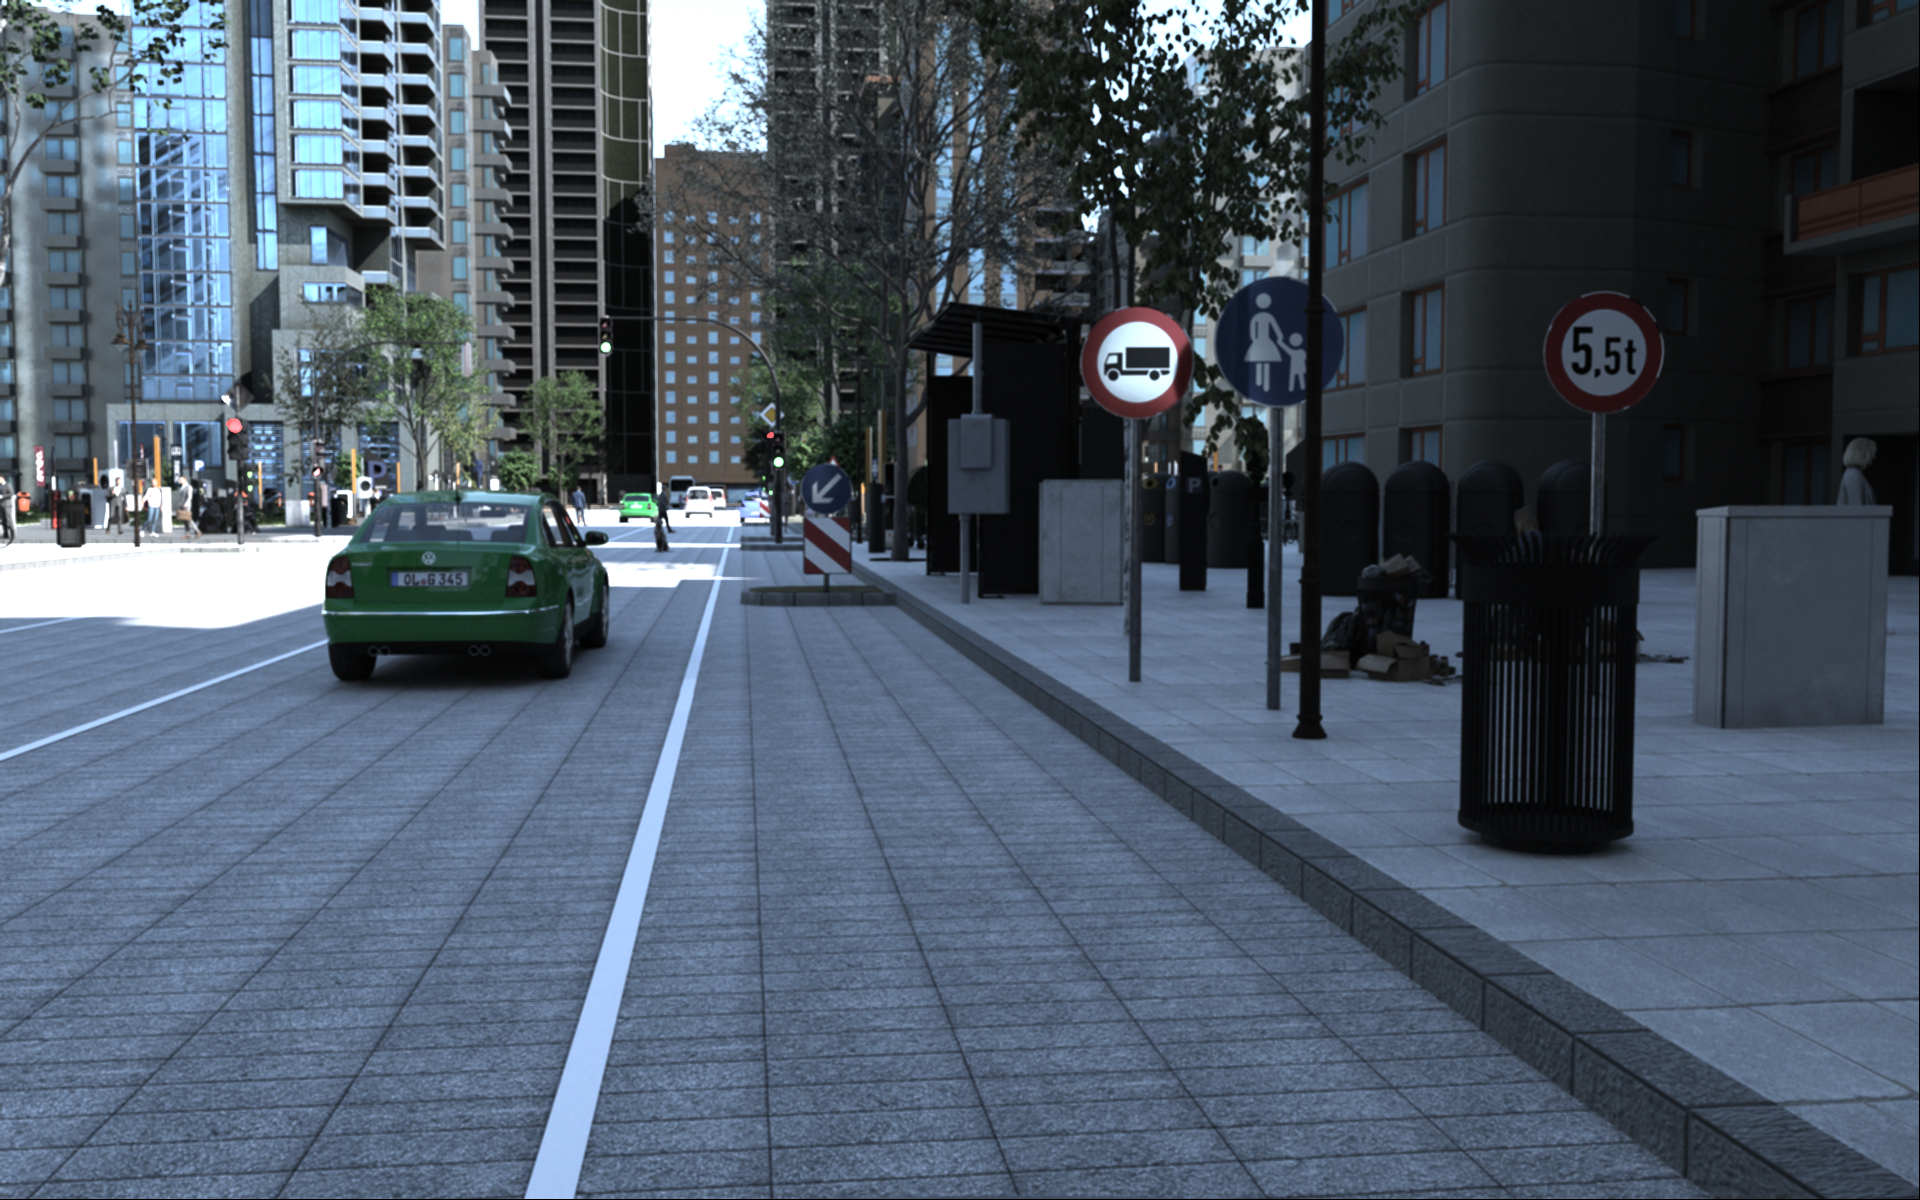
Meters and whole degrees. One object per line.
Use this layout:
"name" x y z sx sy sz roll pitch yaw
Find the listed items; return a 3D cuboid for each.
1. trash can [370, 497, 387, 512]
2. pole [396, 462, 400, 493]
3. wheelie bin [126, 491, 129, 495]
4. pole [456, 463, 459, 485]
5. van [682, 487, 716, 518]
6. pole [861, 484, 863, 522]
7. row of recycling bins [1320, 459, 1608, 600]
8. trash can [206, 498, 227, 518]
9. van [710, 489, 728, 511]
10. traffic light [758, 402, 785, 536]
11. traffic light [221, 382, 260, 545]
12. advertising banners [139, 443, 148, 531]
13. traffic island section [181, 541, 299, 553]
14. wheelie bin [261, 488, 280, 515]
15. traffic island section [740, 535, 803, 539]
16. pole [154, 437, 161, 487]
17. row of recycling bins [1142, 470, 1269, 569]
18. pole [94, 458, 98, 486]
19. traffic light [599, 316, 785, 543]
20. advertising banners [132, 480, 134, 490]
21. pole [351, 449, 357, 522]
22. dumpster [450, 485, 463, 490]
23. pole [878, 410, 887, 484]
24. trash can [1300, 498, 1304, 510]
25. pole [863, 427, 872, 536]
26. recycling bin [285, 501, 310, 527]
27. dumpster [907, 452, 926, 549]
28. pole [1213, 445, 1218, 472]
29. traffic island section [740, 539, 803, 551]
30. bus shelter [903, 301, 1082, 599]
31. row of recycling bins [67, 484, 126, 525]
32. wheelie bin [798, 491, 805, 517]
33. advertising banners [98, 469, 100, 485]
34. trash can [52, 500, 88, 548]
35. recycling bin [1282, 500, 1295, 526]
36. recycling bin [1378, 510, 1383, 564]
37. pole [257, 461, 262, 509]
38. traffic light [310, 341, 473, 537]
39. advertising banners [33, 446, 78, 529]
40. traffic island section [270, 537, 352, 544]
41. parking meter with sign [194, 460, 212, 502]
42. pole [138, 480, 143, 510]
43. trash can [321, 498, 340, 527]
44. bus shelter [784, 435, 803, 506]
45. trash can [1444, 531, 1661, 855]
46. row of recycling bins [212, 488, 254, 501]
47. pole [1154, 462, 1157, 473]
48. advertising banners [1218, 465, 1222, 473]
"trash can" -24.265 -3.705 72.232 0.748 1.137 0.748 0 3 0
"pole" -35.695 -7.106 110.032 0.158 3.312 0.155 0 3 0
"wheelie bin" -53.822 -6.331 111.424 0.693 1.594 0.980 -1 4 -22
"pole" -32.527 -7.238 112.184 0.158 3.312 0.155 0 3 0
"van" -15.523 -5.876 103.091 2.013 2.044 4.112 0 4 -8
"pole" -4.444 -5.179 78.522 0.158 3.312 0.155 0 3 0
"row of recycling bins" 6.110 -0.869 21.324 3.534 1.692 1.069 2 4 28
"trash can" -27.798 -3.249 64.780 0.748 1.137 0.748 0 3 0
"van" -20.721 -8.562 146.998 2.013 2.044 4.112 0 4 -7
"traffic light" -5.747 -3.913 52.898 0.839 4.253 0.868 0 4 -7
"traffic light" -18.001 -3.325 43.292 0.839 4.253 0.868 0 4 -7
"advertising banners" -28.253 -3.922 60.312 0.090 3.025 2.074 -1 4 -11
"traffic island section" -18.042 -1.293 43.421 2.009 0.180 2.903 0 4 -7
"wheelie bin" -36.194 -5.085 91.040 0.693 1.594 0.980 3 4 36
"traffic island section" -5.706 -1.880 53.017 2.009 0.180 2.903 0 4 -7
"pole" -28.665 -4.162 61.890 0.158 3.312 0.155 0 3 0
"row of recycling bins" 4.278 -1.487 31.422 1.069 1.692 3.534 -1 4 -19
"pole" -48.804 -6.361 97.844 0.158 3.312 0.155 0 3 0
"traffic light" -6.811 -4.276 44.574 4.771 5.953 1.251 0 4 -7
"advertising banners" -52.798 -7.124 112.663 2.074 3.025 0.090 -2 4 -31
"pole" -27.421 -5.168 78.343 0.158 3.312 0.155 0 3 0
"dumpster" -30.544 -6.133 106.032 1.264 1.857 1.865 0 4 -7
"pole" -1.881 -2.940 41.917 0.158 3.312 0.155 0 3 0
"trash can" 11.418 -2.729 56.265 0.748 1.137 0.748 0 3 0
"pole" -2.763 -3.584 52.449 0.158 3.312 0.155 0 3 0
"recycling bin" -25.750 -3.350 67.327 0.722 1.027 0.722 0 4 1
"dumpster" -0.597 -2.345 40.828 1.502 2.255 1.985 0 4 -7
"pole" 10.509 -4.738 71.308 0.158 3.312 0.155 0 3 0
"traffic island section" -4.706 -1.395 45.095 2.009 0.180 2.903 0 4 -7
"bus shelter" 0.343 -2.023 24.363 1.731 3.624 6.357 0 4 -7
"row of recycling bins" -36.399 -4.039 73.149 1.069 1.692 3.534 0 4 4
"wheelie bin" -8.641 -5.491 97.693 0.980 1.594 0.693 0 4 -7
"advertising banners" -59.798 -7.606 120.541 0.090 3.025 2.074 -1 4 -19
"trash can" -21.184 -1.810 41.255 0.748 1.137 0.748 0 3 0
"recycling bin" 12.747 -3.388 67.947 0.722 1.027 0.722 1 4 18
"recycling bin" 6.356 -0.950 28.087 0.722 1.027 0.722 -2 4 -33
"pole" -43.399 -6.942 107.343 0.158 3.312 0.155 0 3 0
"traffic light" -16.937 -4.700 51.510 4.771 5.953 1.251 0 4 -7
"advertising banners" -33.111 -4.113 63.439 0.090 3.025 2.074 1 4 15
"traffic island section" -19.043 -1.778 51.344 2.009 0.180 2.903 0 4 -7
"parking meter with sign" -39.334 -5.756 90.378 0.543 3.016 1.738 0 4 -3
"pole" -48.904 -6.694 103.297 0.158 3.312 0.155 0 3 0
"trash can" -24.339 -3.384 66.985 0.748 1.137 0.748 0 3 0
"bus shelter" -10.741 -8.380 114.636 2.179 5.291 8.768 0 4 -7
"trash can" 2.151 0.325 6.343 0.748 1.137 0.748 0 3 0
"row of recycling bins" -46.285 -6.247 109.247 1.069 1.692 3.534 3 5 41
"pole" 12.599 -7.214 111.795 0.158 3.312 0.155 0 3 0
"advertising banners" 14.635 -6.546 103.212 2.074 3.025 0.090 2 4 27
